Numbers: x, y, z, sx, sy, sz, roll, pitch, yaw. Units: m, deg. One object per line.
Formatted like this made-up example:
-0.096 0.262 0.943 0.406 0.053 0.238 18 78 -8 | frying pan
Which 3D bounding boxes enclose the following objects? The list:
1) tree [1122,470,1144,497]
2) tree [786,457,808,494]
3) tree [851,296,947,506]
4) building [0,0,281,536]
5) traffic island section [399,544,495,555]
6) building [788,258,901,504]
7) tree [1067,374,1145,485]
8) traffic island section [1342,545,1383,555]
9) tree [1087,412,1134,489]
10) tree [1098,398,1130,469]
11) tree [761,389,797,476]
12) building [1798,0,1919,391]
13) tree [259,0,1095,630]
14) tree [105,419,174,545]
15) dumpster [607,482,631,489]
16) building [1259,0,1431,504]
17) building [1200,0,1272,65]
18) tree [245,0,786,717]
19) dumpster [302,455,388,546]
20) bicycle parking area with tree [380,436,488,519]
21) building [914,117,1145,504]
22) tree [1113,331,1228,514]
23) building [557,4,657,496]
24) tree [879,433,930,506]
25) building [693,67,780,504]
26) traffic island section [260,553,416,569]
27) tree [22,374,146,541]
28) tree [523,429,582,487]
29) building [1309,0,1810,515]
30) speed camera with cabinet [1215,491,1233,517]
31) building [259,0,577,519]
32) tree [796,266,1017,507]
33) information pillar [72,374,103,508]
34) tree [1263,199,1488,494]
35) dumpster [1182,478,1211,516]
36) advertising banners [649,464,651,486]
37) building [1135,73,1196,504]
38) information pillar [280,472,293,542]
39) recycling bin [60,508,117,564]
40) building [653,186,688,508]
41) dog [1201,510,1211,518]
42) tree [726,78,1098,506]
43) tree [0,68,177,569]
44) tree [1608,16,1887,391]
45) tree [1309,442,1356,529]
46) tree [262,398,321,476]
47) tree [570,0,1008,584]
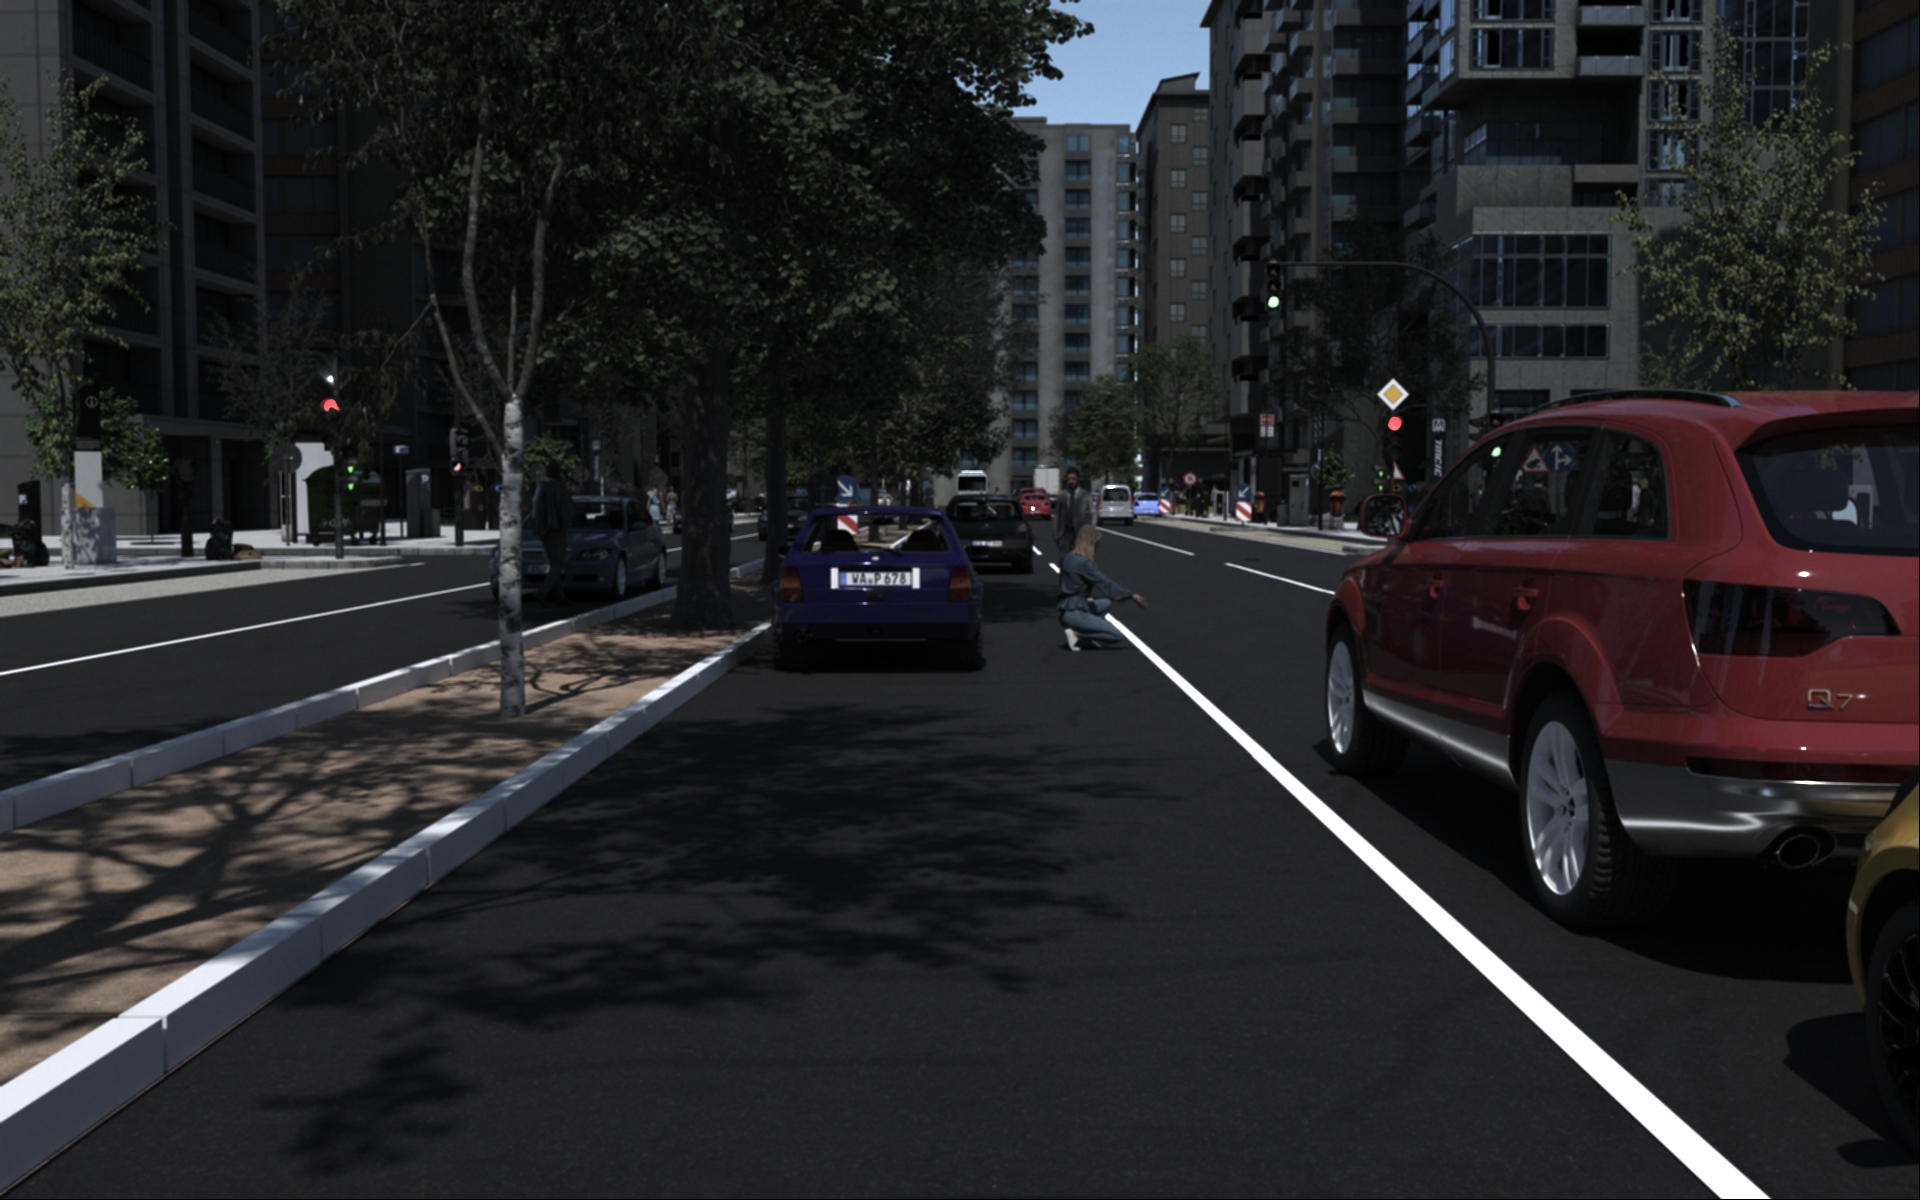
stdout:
13.490 -8.617 135.496 1.663 3.219 1.824 0 3 0 | tree
-14.602 -10.092 148.719 4.285 4.588 4.351 0 3 0 | tree
-2.512 -6.458 58.400 4.737 8.622 4.395 0 3 0 | tree
-35.073 -38.108 61.316 20.563 71.187 20.611 0 4 0 | building
-12.250 -1.227 42.337 2.009 0.180 2.903 0 4 0 | traffic island section
-14.597 -34.780 218.764 14.200 45.320 14.600 0 4 0 | building
13.504 -15.002 163.409 7.486 12.596 7.792 0 3 0 | tree
10.490 -1.215 42.142 2.009 0.180 2.903 0 4 0 | traffic island section
13.499 -12.314 151.696 4.360 8.622 3.978 0 3 0 | tree
13.850 -17.146 190.700 12.009 13.543 11.850 0 3 0 | tree
-13.869 -15.012 162.450 9.611 12.733 9.660 0 3 0 | tree
45.053 -24.822 60.462 28.867 44.769 22.147 0 4 0 | building
-2.755 -6.669 18.148 9.857 13.997 8.962 0 3 0 | tree
-20.643 -3.039 44.287 1.663 3.219 1.824 0 3 0 | tree
-16.932 -4.942 86.552 1.264 1.857 1.865 0 4 0 | dumpster
36.510 -31.740 138.561 23.786 49.044 30.456 0 4 0 | building
39.136 -35.366 167.466 28.713 52.752 27.495 0 4 0 | building
-2.891 -3.566 11.117 4.360 8.622 3.978 0 3 0 | tree
-15.352 -2.491 43.227 1.502 2.255 1.985 0 4 0 | dumpster
-27.728 -6.011 85.280 8.231 4.147 9.016 1 4 19 | bicycle parking area with tree
7.980 -36.886 222.699 30.456 49.044 23.786 0 4 0 | building
13.338 -11.271 110.034 9.928 11.665 9.643 0 3 0 | tree
-35.372 -50.075 131.391 22.319 86.520 31.000 0 4 0 | building
-2.254 -8.586 93.194 4.360 8.622 3.978 0 3 0 | tree
-35.970 -41.603 222.205 28.212 58.520 21.231 0 4 0 | building
-12.317 -0.738 34.352 2.009 0.180 2.903 0 4 0 | traffic island section
-24.064 -3.917 47.763 4.285 4.588 4.351 0 3 0 | tree
-20.762 -6.349 87.526 4.285 4.588 4.351 0 3 0 | tree
34.769 -48.135 99.685 22.319 86.520 31.000 0 4 0 | building
15.221 -6.321 97.686 0.660 3.252 2.038 -2 4 -27 | speed camera with cabinet
-35.599 -27.398 102.586 22.147 44.769 28.867 0 4 0 | building
-2.101 -9.801 79.703 9.611 12.733 9.660 0 3 0 | tree
-16.914 -2.586 33.637 0.504 3.616 0.183 -3 4 -37 | information pillar
13.246 -7.404 55.468 7.601 10.594 8.767 0 4 5 | tree
14.114 -6.158 103.178 1.502 2.255 1.985 0 4 0 | dumpster
-17.587 -6.213 97.763 0.090 3.025 2.074 0 4 -3 | advertising banners
37.265 -38.908 225.380 27.495 52.752 28.713 0 4 0 | building
-18.081 -2.578 46.638 0.304 2.012 0.304 0 4 7 | information pillar
-16.097 -1.190 32.005 0.722 1.027 0.722 0 4 -4 | recycling bin
-31.710 -23.479 155.583 14.160 30.474 14.107 0 4 0 | building
13.185 -4.589 92.760 0.550 0.427 0.748 0 4 5 | dog
-2.468 -8.377 49.793 12.009 13.543 11.850 0 3 0 | tree
-15.401 -4.820 29.165 4.737 8.622 4.395 0 3 0 | tree
12.226 -4.668 26.679 4.737 8.622 4.395 0 3 0 | tree
13.968 -4.279 64.556 1.663 3.219 1.824 0 3 0 | tree
-21.991 -4.611 59.096 4.285 4.588 4.351 0 3 0 | tree
-3.028 -6.547 27.633 7.486 12.596 7.792 0 3 0 | tree
